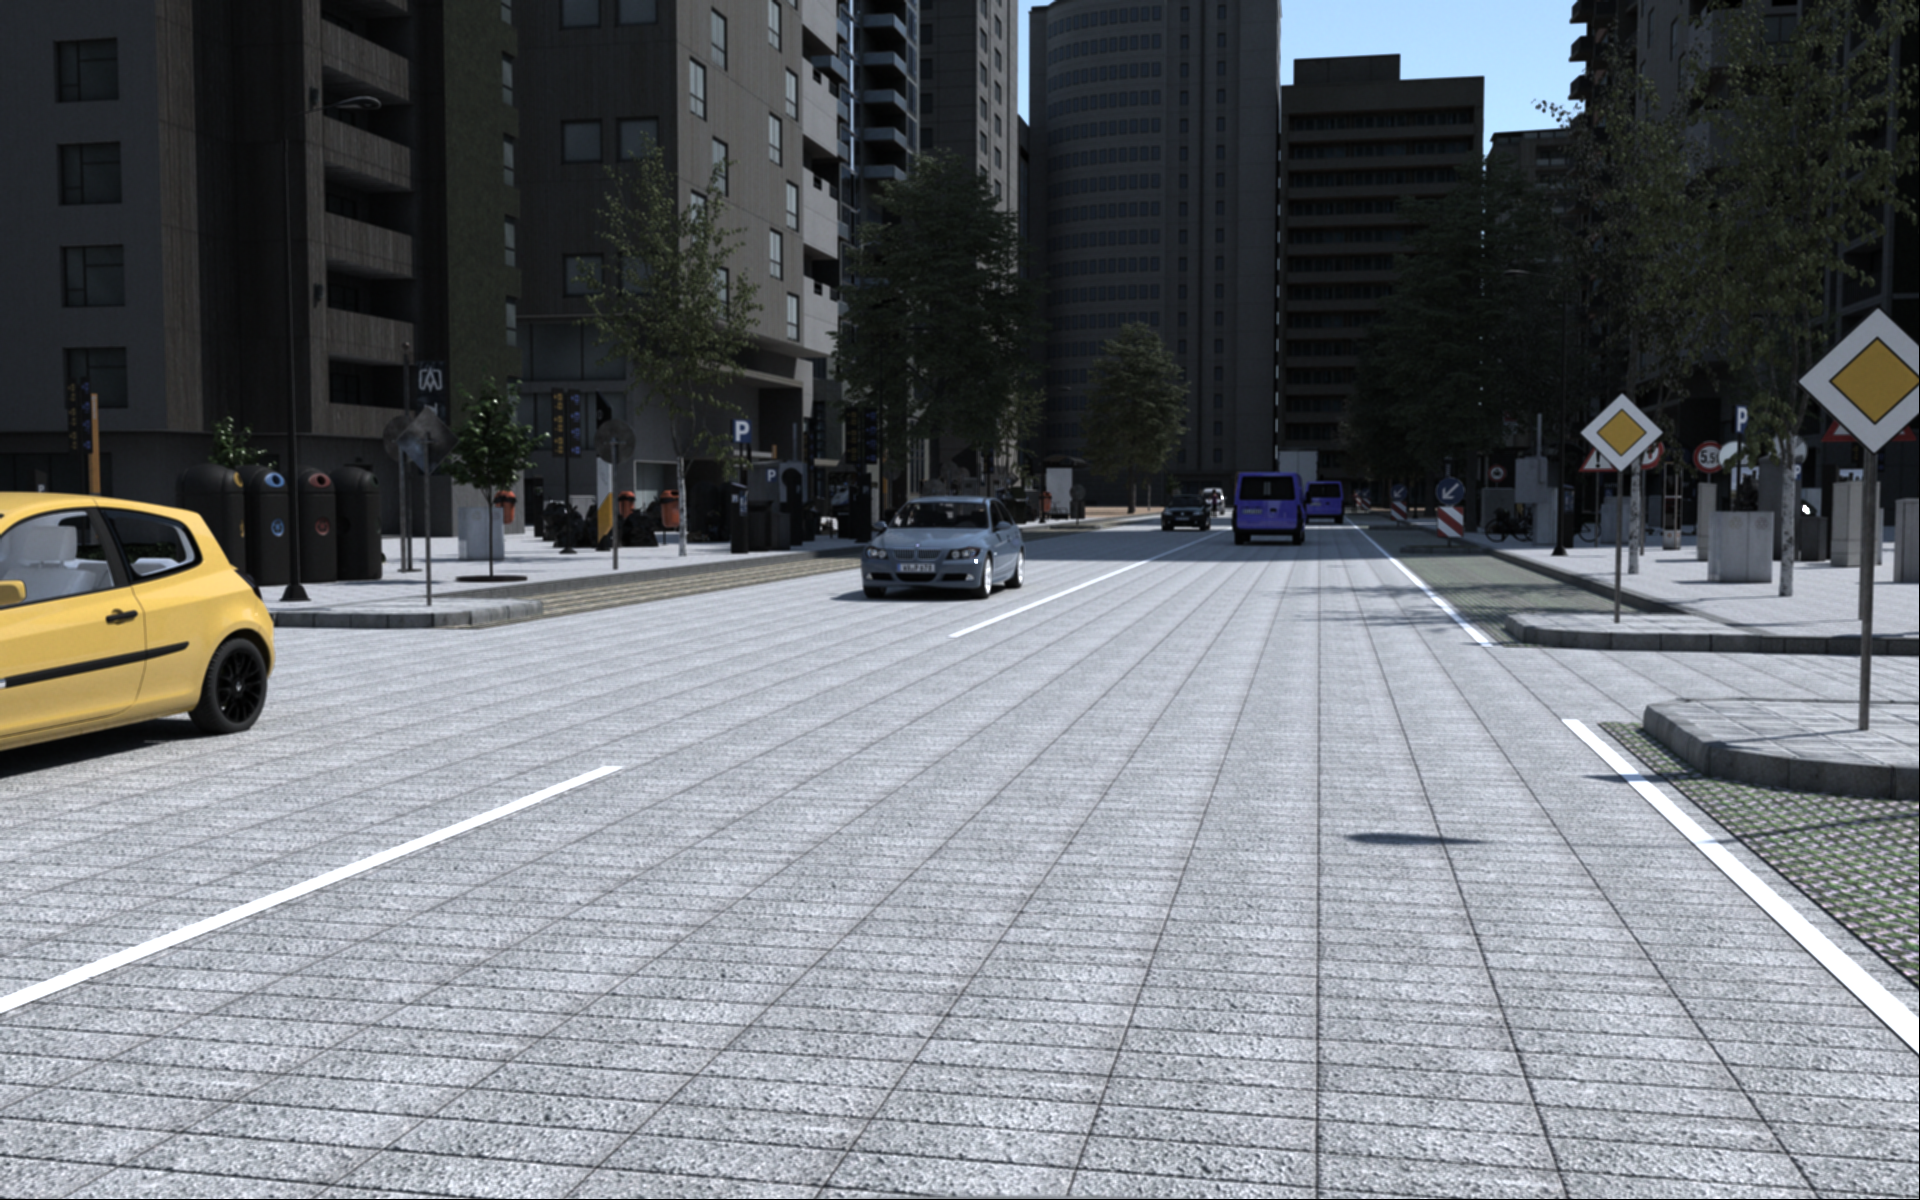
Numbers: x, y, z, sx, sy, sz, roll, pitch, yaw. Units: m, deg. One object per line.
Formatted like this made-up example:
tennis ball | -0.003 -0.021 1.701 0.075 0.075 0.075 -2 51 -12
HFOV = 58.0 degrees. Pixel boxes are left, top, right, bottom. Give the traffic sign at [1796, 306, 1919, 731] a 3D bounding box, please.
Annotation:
traffic sign | 4.911 -0.349 9.354 0.795 2.450 0.064 1 4 12

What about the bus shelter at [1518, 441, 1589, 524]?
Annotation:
bus shelter | 23.586 -4.596 69.065 2.014 3.302 5.546 1 4 12

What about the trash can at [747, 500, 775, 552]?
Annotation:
trash can | -4.510 -1.654 38.691 0.748 1.137 0.748 0 3 0

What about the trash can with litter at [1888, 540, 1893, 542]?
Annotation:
trash can with litter | 25.832 -2.133 45.924 2.233 1.210 1.678 1 4 19

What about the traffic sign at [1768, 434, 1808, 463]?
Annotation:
traffic sign | 17.177 -2.197 36.033 0.768 2.556 0.104 1 4 16

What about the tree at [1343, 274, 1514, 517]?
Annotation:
tree | 26.916 -11.728 98.402 9.857 13.997 8.962 0 3 0

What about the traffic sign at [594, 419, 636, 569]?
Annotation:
traffic sign | -5.866 -1.793 29.416 0.768 2.556 0.104 1 4 14

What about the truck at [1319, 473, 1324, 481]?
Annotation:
truck | 24.740 -7.994 126.618 3.469 3.379 9.791 1 4 13

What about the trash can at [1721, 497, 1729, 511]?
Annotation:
trash can | 36.537 -4.318 82.258 0.748 1.137 0.748 0 3 0

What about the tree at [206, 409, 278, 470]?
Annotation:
tree | -16.596 -2.727 39.189 1.663 3.219 1.824 0 3 0

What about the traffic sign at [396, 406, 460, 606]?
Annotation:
traffic sign | -6.087 -0.989 19.805 0.795 2.450 0.064 1 4 12

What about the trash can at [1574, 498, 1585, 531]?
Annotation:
trash can | 20.168 -2.777 57.056 0.748 1.137 0.748 0 3 0

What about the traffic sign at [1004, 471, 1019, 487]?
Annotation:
traffic sign | 2.586 -5.261 87.203 0.795 2.450 0.064 1 4 16

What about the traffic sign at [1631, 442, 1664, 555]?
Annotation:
traffic sign | 14.269 -2.206 36.168 0.768 2.556 0.104 1 4 16

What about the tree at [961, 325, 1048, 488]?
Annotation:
tree | 1.754 -7.448 72.137 4.737 8.622 4.395 0 3 0

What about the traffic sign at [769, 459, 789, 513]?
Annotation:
traffic sign | -5.216 -2.929 50.014 0.606 2.300 0.079 1 4 14

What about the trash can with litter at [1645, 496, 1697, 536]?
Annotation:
trash can with litter | 22.231 -2.629 54.036 2.233 1.210 1.678 1 4 9

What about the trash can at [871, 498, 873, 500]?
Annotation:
trash can | -3.295 -2.852 58.288 0.748 1.137 0.748 0 3 0

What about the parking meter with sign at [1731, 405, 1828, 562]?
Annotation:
parking meter with sign | 15.892 -2.282 33.565 0.543 3.016 1.738 -3 4 -39

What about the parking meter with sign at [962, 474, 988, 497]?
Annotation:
parking meter with sign | 0.462 -5.061 79.007 1.738 3.016 0.543 0 4 7

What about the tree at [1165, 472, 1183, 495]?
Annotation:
tree | 18.151 -9.465 149.361 1.663 3.219 1.824 0 3 0

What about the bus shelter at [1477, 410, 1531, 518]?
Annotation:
bus shelter | 25.081 -6.293 80.523 2.179 5.291 8.768 1 4 12

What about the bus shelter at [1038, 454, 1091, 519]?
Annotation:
bus shelter | 5.536 -5.944 91.107 2.014 3.302 5.546 1 4 12

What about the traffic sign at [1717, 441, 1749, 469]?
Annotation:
traffic sign | 18.539 -2.532 41.496 0.768 2.556 0.104 1 4 21

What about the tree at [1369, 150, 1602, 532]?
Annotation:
tree | 17.279 -8.512 57.300 7.486 12.596 7.792 0 3 0

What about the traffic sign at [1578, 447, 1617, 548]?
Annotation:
traffic sign | 15.264 -2.537 41.480 0.884 2.594 0.081 1 4 19

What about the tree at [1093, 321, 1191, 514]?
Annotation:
tree | 11.673 -11.964 113.731 7.486 12.596 7.792 0 3 0

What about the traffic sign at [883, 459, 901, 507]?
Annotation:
traffic sign | -2.540 -3.879 63.532 0.768 2.556 0.104 1 4 15

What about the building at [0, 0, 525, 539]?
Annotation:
building | -22.323 -17.005 49.725 14.160 30.474 14.107 1 4 12

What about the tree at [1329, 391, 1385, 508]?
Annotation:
tree | 39.867 -15.415 162.397 12.009 13.543 11.850 0 3 0

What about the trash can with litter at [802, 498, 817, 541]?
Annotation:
trash can with litter | -4.404 -2.176 46.968 1.055 1.170 0.624 0 4 -8

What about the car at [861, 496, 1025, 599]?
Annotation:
car | -0.158 -0.815 25.320 2.014 1.417 4.499 1 4 11

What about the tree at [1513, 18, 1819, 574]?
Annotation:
tree | 11.014 -4.713 27.412 4.360 8.622 3.978 0 3 0

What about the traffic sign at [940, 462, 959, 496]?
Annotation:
traffic sign | -0.424 -4.141 67.805 0.768 2.556 0.104 1 4 14

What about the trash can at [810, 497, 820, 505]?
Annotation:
trash can | -6.699 -4.087 78.482 0.748 1.137 0.748 0 3 0

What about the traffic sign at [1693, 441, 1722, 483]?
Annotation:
traffic sign | 18.079 -2.551 41.822 0.768 2.556 0.104 1 4 13

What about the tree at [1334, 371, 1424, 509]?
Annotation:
tree | 37.340 -14.265 150.242 9.611 12.733 9.660 0 3 0

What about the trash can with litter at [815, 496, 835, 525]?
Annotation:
trash can with litter | -6.131 -3.687 71.332 2.233 1.210 1.678 -1 4 -17

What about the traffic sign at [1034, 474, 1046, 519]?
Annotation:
traffic sign | 4.057 -5.245 87.892 0.606 2.300 0.079 1 4 17

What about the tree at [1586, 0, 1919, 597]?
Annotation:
tree | 10.150 -4.356 21.576 4.737 8.622 4.395 0 3 0

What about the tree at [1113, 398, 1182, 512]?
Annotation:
tree | 14.623 -11.119 132.165 4.737 8.622 4.395 0 3 0

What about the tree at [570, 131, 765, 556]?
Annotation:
tree | -5.751 -5.196 35.320 4.737 8.622 4.395 0 3 0

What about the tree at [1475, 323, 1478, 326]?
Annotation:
tree | 16.701 -6.056 49.379 4.360 8.622 3.978 0 3 0

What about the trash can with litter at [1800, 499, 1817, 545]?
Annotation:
trash can with litter | 19.181 -1.693 39.064 0.624 1.170 1.055 -1 4 -10

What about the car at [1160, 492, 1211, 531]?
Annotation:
car | 8.962 -3.592 68.515 2.009 1.686 4.222 1 4 12

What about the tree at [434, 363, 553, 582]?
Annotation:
tree | -7.024 -1.904 25.740 1.663 3.219 1.824 0 3 0

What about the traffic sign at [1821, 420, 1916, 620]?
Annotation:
traffic sign | 9.202 -1.076 17.595 0.884 2.594 0.081 1 4 13

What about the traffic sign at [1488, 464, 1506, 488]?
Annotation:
traffic sign | 22.937 -4.521 74.024 0.768 2.556 0.104 1 4 15

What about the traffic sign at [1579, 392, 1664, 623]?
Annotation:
traffic sign | 6.535 -0.828 17.173 0.795 2.450 0.064 1 4 12

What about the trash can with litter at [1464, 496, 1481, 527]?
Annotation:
trash can with litter | 19.822 -3.411 66.835 2.233 1.210 1.678 -3 4 -36

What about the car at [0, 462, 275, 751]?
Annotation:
car | -5.421 0.063 9.190 2.015 1.641 3.980 1 4 12

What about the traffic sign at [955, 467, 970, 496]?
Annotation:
traffic sign | 0.081 -5.029 82.324 0.768 2.556 0.104 1 4 17

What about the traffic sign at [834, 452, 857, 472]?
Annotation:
traffic sign | -3.484 -3.214 52.555 0.884 2.594 0.081 1 4 15

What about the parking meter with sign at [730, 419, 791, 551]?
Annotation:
parking meter with sign | -4.557 -2.673 39.957 0.543 3.016 1.738 -3 5 -43

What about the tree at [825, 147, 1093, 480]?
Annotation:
tree | -0.430 -8.505 57.184 7.486 12.596 7.792 0 3 0

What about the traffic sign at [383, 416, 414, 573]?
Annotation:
traffic sign | -9.064 -1.715 28.148 0.768 2.556 0.104 1 4 19
